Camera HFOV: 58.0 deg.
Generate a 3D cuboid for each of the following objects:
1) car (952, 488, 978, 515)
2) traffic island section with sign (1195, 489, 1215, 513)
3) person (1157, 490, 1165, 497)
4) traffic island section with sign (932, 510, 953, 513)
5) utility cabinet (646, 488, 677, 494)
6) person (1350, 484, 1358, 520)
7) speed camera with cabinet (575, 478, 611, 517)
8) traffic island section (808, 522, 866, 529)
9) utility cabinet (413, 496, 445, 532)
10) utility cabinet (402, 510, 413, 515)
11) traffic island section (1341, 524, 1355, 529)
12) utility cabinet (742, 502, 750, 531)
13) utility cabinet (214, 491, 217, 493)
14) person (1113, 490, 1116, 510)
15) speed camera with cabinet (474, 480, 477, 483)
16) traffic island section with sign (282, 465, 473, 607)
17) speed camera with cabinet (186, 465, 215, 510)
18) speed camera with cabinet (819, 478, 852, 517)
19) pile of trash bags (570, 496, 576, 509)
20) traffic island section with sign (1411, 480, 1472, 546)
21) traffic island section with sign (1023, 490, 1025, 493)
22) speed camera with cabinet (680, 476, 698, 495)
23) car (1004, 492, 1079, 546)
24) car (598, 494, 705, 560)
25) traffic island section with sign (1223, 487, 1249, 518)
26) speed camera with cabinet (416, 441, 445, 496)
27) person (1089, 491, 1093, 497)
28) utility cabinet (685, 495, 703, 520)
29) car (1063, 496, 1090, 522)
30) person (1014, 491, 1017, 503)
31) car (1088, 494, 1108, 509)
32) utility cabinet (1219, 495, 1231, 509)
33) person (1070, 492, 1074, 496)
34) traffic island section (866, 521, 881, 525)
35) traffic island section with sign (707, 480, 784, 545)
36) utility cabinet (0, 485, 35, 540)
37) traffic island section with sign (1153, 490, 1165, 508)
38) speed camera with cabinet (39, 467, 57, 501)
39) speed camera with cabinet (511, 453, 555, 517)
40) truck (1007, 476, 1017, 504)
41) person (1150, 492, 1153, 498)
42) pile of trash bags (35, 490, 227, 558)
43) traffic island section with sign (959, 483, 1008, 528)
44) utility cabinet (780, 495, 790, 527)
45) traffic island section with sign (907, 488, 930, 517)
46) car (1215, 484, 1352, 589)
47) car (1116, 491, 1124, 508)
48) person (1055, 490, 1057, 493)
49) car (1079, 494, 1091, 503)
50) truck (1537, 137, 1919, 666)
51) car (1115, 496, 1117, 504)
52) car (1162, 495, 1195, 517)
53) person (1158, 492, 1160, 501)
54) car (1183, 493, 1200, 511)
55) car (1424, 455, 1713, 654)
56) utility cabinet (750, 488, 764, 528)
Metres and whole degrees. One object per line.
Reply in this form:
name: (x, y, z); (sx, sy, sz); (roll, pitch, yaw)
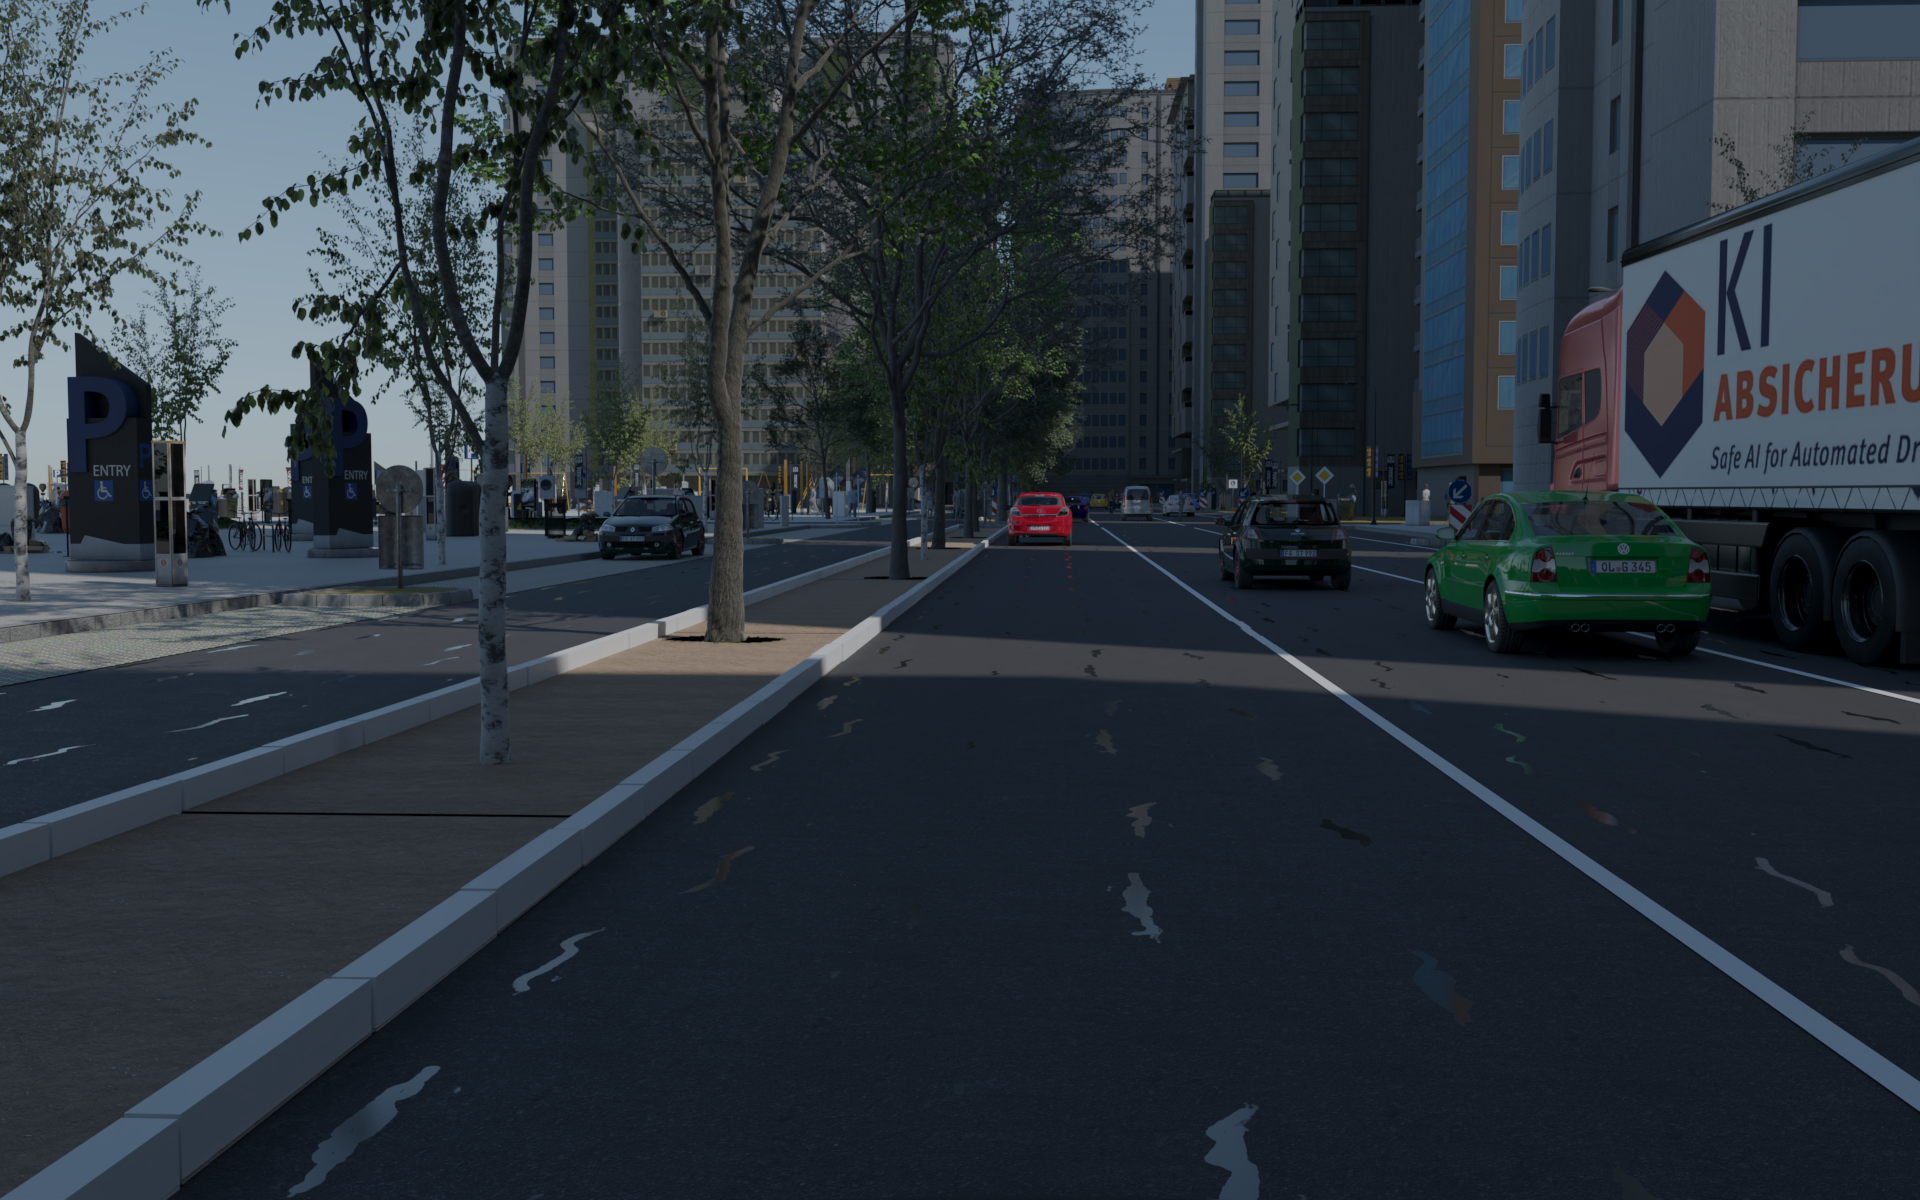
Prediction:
car: (0.614, -6.604, 116.646); (2.281, 1.827, 5.304); (0, 4, 2)
traffic island section with sign: (18.374, -7.554, 132.131); (1.989, 1.847, 2.006); (0, 4, 3)
person: (25.602, -13.112, 220.501); (1.350, 1.814, 0.705); (-2, 4, -34)
traffic island section with sign: (-1.582, -7.664, 133.933); (1.989, 1.847, 2.006); (0, 4, 3)
utility cabinet: (-11.727, -3.636, 68.126); (1.173, 1.500, 0.318); (-1, 4, -12)
person: (19.508, -4.884, 86.082); (0.537, 1.800, 0.526); (3, 5, 45)
speed camera with cabinet: (-20.780, -6.355, 98.247); (2.038, 3.252, 0.660); (-1, 4, -10)
traffic island section: (-5.210, -3.088, 72.767); (2.009, 0.180, 2.903); (0, 4, 3)
utility cabinet: (-17.792, -2.892, 58.447); (1.020, 1.237, 0.306); (-2, 4, -31)
utility cabinet: (-20.043, -3.144, 62.561); (0.306, 1.237, 1.020); (3, 4, 37)
traffic island section: (15.102, -3.021, 71.670); (2.009, 0.180, 2.903); (0, 4, 3)
utility cabinet: (-7.671, -3.016, 60.479); (0.306, 1.237, 1.020); (1, 4, 16)
utility cabinet: (-32.225, -4.030, 74.570); (0.318, 1.500, 1.173); (-1, 4, -13)
person: (14.241, -9.276, 160.191); (0.705, 1.821, 1.348); (-1, 4, -12)
speed camera with cabinet: (-23.042, -5.299, 80.977); (2.038, 3.252, 0.660); (0, 4, -4)
traffic island section with sign: (-7.570, -0.871, 22.865); (1.989, 1.847, 2.006); (0, 4, 3)
speed camera with cabinet: (-51.333, -7.481, 116.656); (2.038, 3.252, 0.660); (-1, 4, -18)
speed camera with cabinet: (-7.036, -6.331, 97.845); (2.038, 3.252, 0.660); (3, 5, 40)
pile of trash bags: (-31.885, -8.297, 145.402); (1.912, 1.369, 3.447); (-1, 4, -9)
traffic island section with sign: (13.890, -2.477, 49.133); (1.989, 1.847, 2.006); (0, 4, 3)
traffic island section with sign: (5.462, -8.988, 155.093); (2.006, 1.907, 1.989); (0, 4, 3)
speed camera with cabinet: (-19.802, -8.149, 127.578); (2.038, 3.252, 0.660); (-2, 4, -33)
car: (2.307, -2.472, 49.454); (2.155, 1.783, 4.494); (0, 4, 4)
car: (-6.880, -1.779, 38.867); (2.009, 1.686, 4.222); (0, 4, 3)
traffic island section with sign: (16.870, -5.846, 104.206); (1.989, 1.847, 2.006); (0, 4, 3)
speed camera with cabinet: (-18.730, -4.182, 62.711); (0.660, 3.252, 2.038); (2, 4, 28)
person: (17.212, -13.301, 225.980); (1.348, 1.824, 0.705); (-2, 4, -30)
utility cabinet: (-13.119, -4.534, 85.299); (1.020, 1.237, 0.306); (-1, 4, -17)
car: (5.743, -4.692, 89.296); (1.945, 1.354, 3.894); (0, 4, 2)
person: (6.481, -11.571, 198.412); (1.217, 1.736, 0.721); (2, 4, 35)
car: (13.103, -9.372, 163.453); (2.015, 1.641, 3.980); (0, 4, 4)
utility cabinet: (23.302, -8.626, 152.196); (1.020, 1.237, 0.306); (-1, 4, -23)
person: (14.574, -13.302, 226.693); (1.217, 1.736, 0.721); (-3, 4, -38)
traffic island section: (-4.779, -3.576, 80.741); (2.009, 0.180, 2.903); (0, 4, 3)
traffic island section with sign: (-6.120, -2.517, 49.781); (1.989, 1.847, 2.006); (0, 4, 3)
utility cabinet: (-24.020, -2.165, 44.077); (1.173, 1.500, 0.318); (2, 4, 32)
traffic island section with sign: (21.053, -10.590, 181.770); (1.989, 1.847, 2.006); (0, 4, 3)
speed camera with cabinet: (-66.582, -8.029, 125.613); (2.038, 3.252, 0.660); (-2, 4, -35)
speed camera with cabinet: (-20.652, -5.469, 83.760); (2.038, 3.252, 0.660); (0, 4, -1)
truck: (5.900, -13.975, 218.251); (2.967, 4.110, 18.799); (0, 4, 2)
person: (22.466, -11.974, 204.830); (0.990, 1.755, 0.434); (3, 5, 41)
pile of trash bags: (-16.824, -1.573, 35.478); (3.447, 1.369, 1.912); (0, 4, 6)
traffic island section with sign: (1.013, -3.947, 72.667); (2.006, 1.907, 1.989); (0, 4, 3)
utility cabinet: (-6.977, -3.522, 68.753); (0.306, 1.237, 1.020); (-1, 4, -10)
traffic island section with sign: (-3.071, -5.972, 106.273); (1.989, 1.847, 2.006); (0, 4, 3)
car: (5.108, -1.085, 27.521); (2.009, 1.686, 4.222); (0, 4, 4)
car: (17.844, -10.836, 185.847); (2.281, 1.827, 5.304); (0, 4, 5)
person: (9.852, -10.383, 178.398); (0.705, 1.807, 1.348); (-1, 4, -10)
car: (15.914, -13.039, 222.775); (1.945, 1.707, 3.694); (0, 4, 2)
truck: (8.744, -1.758, 17.656); (2.839, 4.237, 11.283); (0, 4, 1)
car: (19.904, -12.351, 214.296); (2.083, 1.381, 4.827); (0, 4, 2)
car: (14.096, -6.076, 111.700); (2.083, 1.381, 4.827); (0, 4, 3)
person: (26.697, -13.723, 233.404); (0.750, 1.759, 0.617); (3, 5, 39)
car: (18.684, -8.053, 141.261); (1.945, 1.707, 3.694); (0, 4, 5)
car: (5.768, -0.496, 16.908); (1.959, 1.807, 4.718); (0, 4, 4)
utility cabinet: (-7.894, -3.407, 64.390); (1.173, 1.500, 0.318); (-1, 4, -21)
